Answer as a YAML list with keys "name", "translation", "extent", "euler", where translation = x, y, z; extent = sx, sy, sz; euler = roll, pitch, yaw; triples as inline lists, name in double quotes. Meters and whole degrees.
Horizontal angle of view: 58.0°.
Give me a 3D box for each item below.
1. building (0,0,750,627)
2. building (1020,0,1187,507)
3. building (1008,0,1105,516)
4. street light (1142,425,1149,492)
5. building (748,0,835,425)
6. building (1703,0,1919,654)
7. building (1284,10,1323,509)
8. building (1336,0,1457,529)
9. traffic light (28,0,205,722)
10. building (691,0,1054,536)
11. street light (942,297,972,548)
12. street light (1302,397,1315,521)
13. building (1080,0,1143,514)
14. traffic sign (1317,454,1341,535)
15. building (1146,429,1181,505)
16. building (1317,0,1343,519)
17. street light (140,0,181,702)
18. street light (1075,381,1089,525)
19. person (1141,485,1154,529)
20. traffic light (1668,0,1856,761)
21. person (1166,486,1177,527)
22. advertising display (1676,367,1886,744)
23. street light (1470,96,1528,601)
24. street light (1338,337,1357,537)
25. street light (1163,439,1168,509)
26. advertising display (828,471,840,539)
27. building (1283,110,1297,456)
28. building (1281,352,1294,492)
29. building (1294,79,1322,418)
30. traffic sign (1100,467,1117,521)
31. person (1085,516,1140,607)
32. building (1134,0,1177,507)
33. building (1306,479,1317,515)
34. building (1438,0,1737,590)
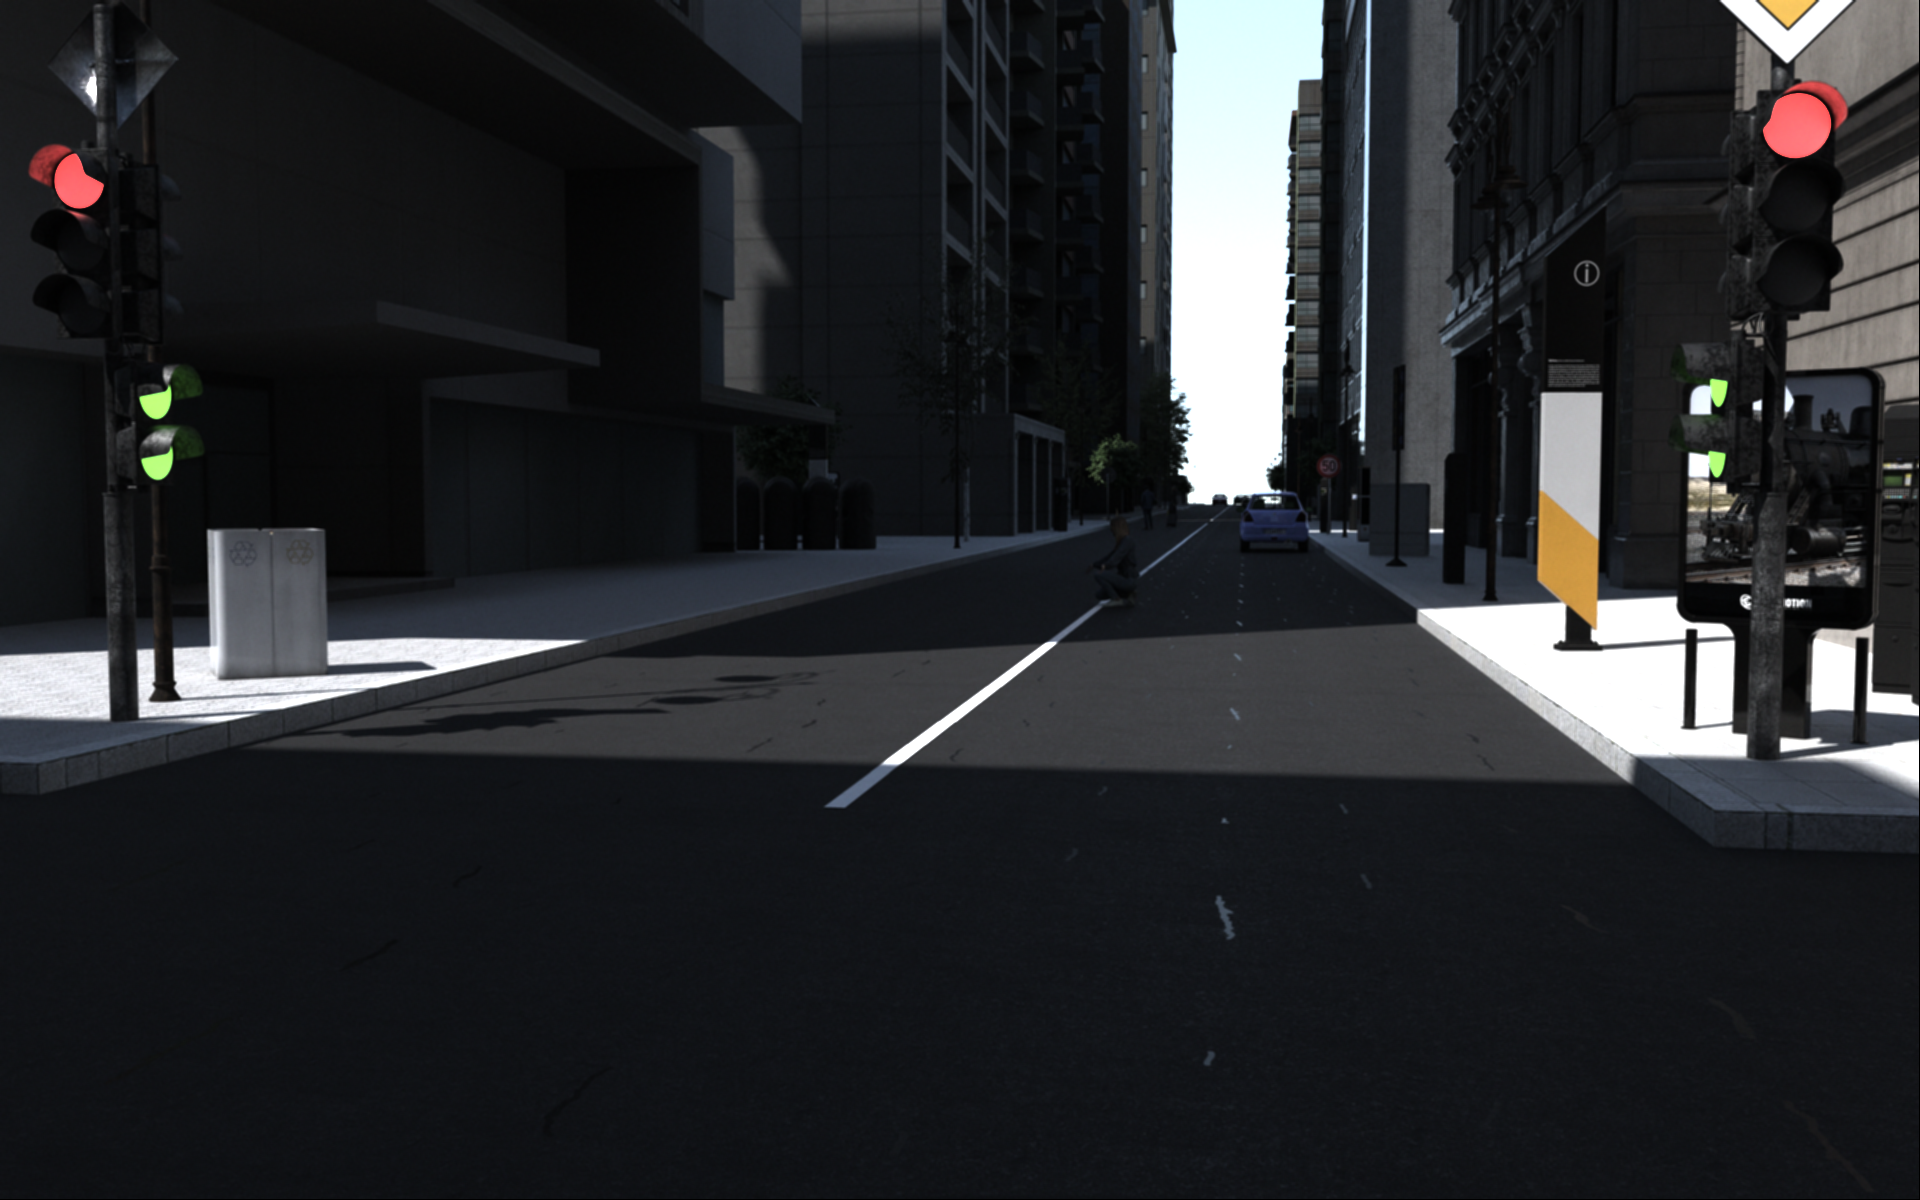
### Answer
- name: "building"
  translation: [-18.110, -26.654, 25.027]
  extent: [28.713, 52.752, 27.495]
  euler: [1, 4, 9]
- name: "building"
  translation: [19.861, -48.381, 229.287]
  extent: [20.563, 71.187, 20.611]
  euler: [1, 4, 9]
- name: "building"
  translation: [-3.369, -27.226, 99.770]
  extent: [22.147, 44.769, 28.867]
  euler: [1, 4, 9]
- name: "street light"
  translation: [12.372, -8.739, 115.672]
  extent: [0.468, 5.910, 1.993]
  euler: [1, 4, 9]
- name: "building"
  translation: [0.648, -33.817, 142.149]
  extent: [28.713, 52.752, 27.495]
  euler: [1, 4, 9]
- name: "building"
  translation: [16.339, -9.026, 12.199]
  extent: [19.286, 19.102, 10.561]
  euler: [1, 4, 9]
- name: "building"
  translation: [37.839, -50.430, 137.201]
  extent: [22.319, 86.520, 31.000]
  euler: [1, 4, 9]
- name: "building"
  translation: [22.300, -15.498, 71.417]
  extent: [12.078, 24.808, 19.932]
  euler: [1, 4, 9]
- name: "traffic light"
  translation: [-4.718, -1.270, 9.691]
  extent: [0.839, 4.253, 0.868]
  euler: [1, 4, 9]
- name: "building"
  translation: [-6.752, -38.152, 62.037]
  extent: [20.563, 71.187, 20.611]
  euler: [1, 4, 9]
- name: "street light"
  translation: [-0.069, -4.162, 40.838]
  extent: [0.468, 5.910, 1.993]
  euler: [1, 4, 9]
- name: "street light"
  translation: [16.458, -6.643, 81.393]
  extent: [0.468, 5.910, 1.993]
  euler: [1, 4, 9]
- name: "building"
  translation: [5.228, -28.747, 120.123]
  extent: [14.600, 45.320, 14.200]
  euler: [1, 4, 9]
- name: "traffic sign"
  translation: [11.680, -3.350, 54.879]
  extent: [0.768, 2.556, 0.104]
  euler: [1, 4, 15]
- name: "building"
  translation: [10.353, -31.606, 208.642]
  extent: [32.217, 40.220, 23.993]
  euler: [1, 4, 9]
- name: "building"
  translation: [26.561, -19.693, 93.680]
  extent: [14.160, 30.474, 14.107]
  euler: [1, 4, 9]
- name: "street light"
  translation: [-4.939, -2.312, 10.581]
  extent: [0.468, 5.910, 1.993]
  euler: [1, 4, 9]
- name: "street light"
  translation: [4.981, -6.002, 70.913]
  extent: [0.468, 5.910, 1.993]
  euler: [1, 4, 9]
- name: "person"
  translation: [7.618, -3.766, 70.257]
  extent: [0.721, 1.800, 0.419]
  euler: [-2, 4, -31]
- name: "traffic light"
  translation: [3.880, -1.185, 8.292]
  extent: [0.839, 4.253, 0.868]
  euler: [1, 4, 9]
- name: "person"
  translation: [9.315, -4.129, 76.221]
  extent: [0.699, 1.804, 1.509]
  euler: [1, 4, 20]
- name: "advertising display"
  translation: [4.308, -0.240, 9.143]
  extent: [0.974, 1.923, 0.123]
  euler: [3, 5, 41]
- name: "street light"
  translation: [6.384, -2.929, 20.671]
  extent: [0.468, 5.910, 1.993]
  euler: [1, 4, 9]
- name: "street light"
  translation: [11.439, -4.803, 51.312]
  extent: [0.468, 5.910, 1.993]
  euler: [1, 4, 9]
- name: "street light"
  translation: [17.279, -10.581, 145.788]
  extent: [0.468, 5.910, 1.993]
  euler: [1, 4, 9]
- name: "advertising display"
  translation: [-3.902, -2.713, 49.574]
  extent: [0.974, 1.923, 0.123]
  euler: [1, 4, 16]
- name: "building"
  translation: [47.713, -32.976, 193.786]
  extent: [22.147, 44.769, 28.867]
  euler: [1, 4, 9]
- name: "building"
  translation: [55.736, -23.116, 222.991]
  extent: [27.650, 21.520, 28.899]
  euler: [1, 4, 9]
- name: "building"
  translation: [40.624, -29.954, 173.334]
  extent: [14.154, 41.232, 14.086]
  euler: [1, 4, 9]
- name: "traffic sign"
  translation: [6.944, -4.958, 81.162]
  extent: [0.768, 2.556, 0.104]
  euler: [1, 4, 15]
- name: "person"
  translation: [1.925, -0.494, 22.075]
  extent: [0.738, 1.151, 1.012]
  euler: [1, 4, 8]
- name: "building"
  translation: [7.803, -36.294, 182.637]
  extent: [28.713, 52.752, 27.495]
  euler: [1, 4, 9]
- name: "building"
  translation: [39.000, -25.610, 110.608]
  extent: [32.217, 40.220, 23.993]
  euler: [1, 4, 9]
- name: "building"
  translation: [16.541, -11.660, 41.549]
  extent: [10.553, 20.767, 40.483]
  euler: [1, 4, 9]
